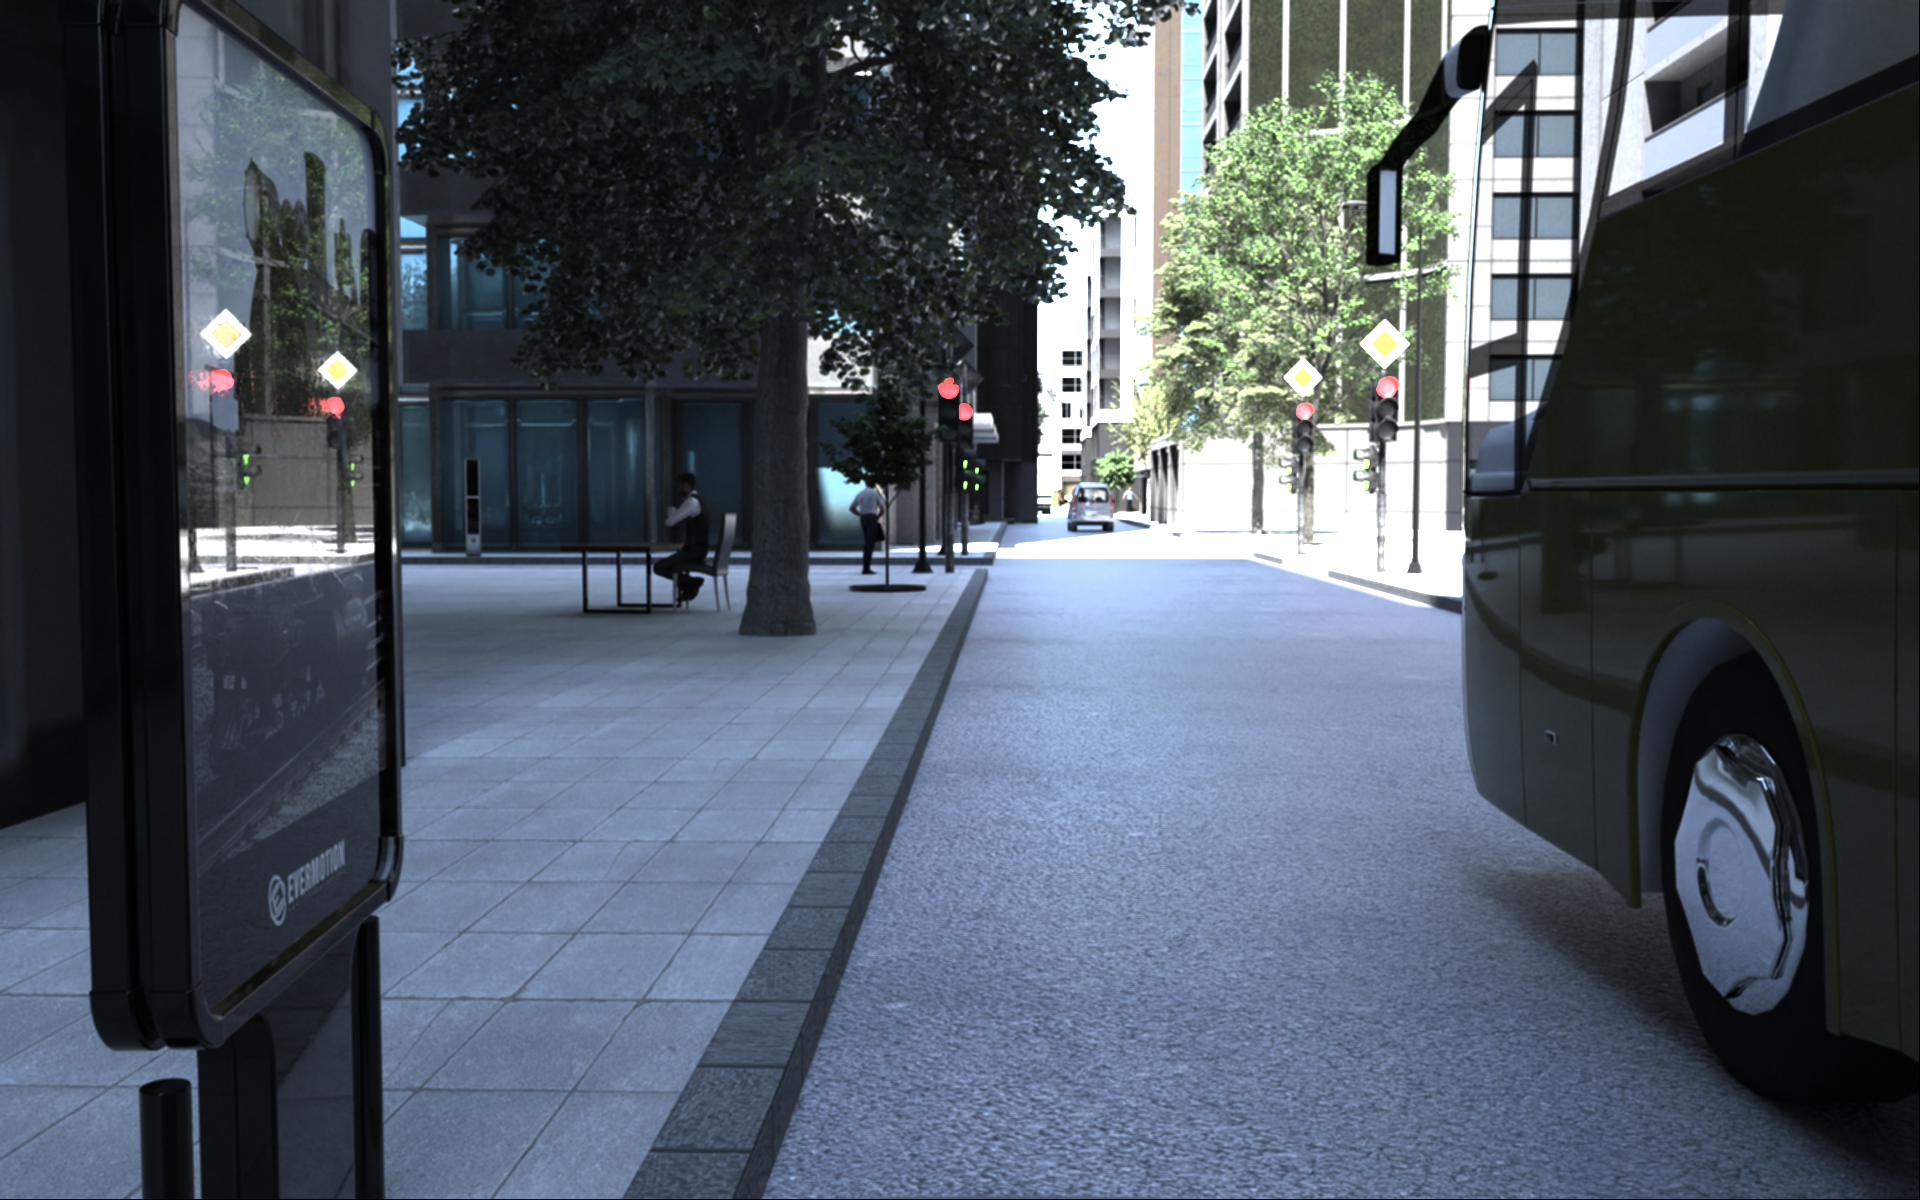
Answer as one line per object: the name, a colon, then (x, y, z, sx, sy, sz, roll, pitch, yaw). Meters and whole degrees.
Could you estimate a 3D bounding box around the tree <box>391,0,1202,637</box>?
tree: (-1.716, -6.664, 15.607, 9.857, 13.997, 8.962, 0, 3, 0)

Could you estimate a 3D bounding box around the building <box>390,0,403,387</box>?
building: (-15.345, -15.265, 21.283, 14.107, 30.474, 14.160, 0, 4, 2)

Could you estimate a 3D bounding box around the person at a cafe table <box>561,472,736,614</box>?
person at a cafe table: (-3.301, -0.646, 19.081, 1.622, 1.524, 1.698, 1, 4, 9)

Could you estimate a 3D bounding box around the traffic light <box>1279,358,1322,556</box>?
traffic light: (7.076, -2.878, 35.973, 0.839, 4.253, 0.868, 0, 4, 2)

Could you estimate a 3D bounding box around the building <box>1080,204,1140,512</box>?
building: (24.295, -17.986, 138.045, 27.936, 21.610, 32.646, 0, 4, 2)

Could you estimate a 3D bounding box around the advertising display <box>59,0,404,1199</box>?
advertising display: (-1.014, 0.163, 2.551, 0.123, 1.923, 0.974, 0, 4, -3)

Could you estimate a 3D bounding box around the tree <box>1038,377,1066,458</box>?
tree: (1.827, -10.251, 102.011, 8.767, 10.594, 7.601, 0, 4, -6)

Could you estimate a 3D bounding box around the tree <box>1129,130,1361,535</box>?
tree: (8.933, -8.293, 53.718, 7.486, 12.596, 7.792, 0, 3, 0)

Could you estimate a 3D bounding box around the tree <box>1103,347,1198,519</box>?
tree: (9.675, -8.523, 89.719, 4.737, 8.622, 4.395, 0, 3, 0)

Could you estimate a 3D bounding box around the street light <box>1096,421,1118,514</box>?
street light: (9.418, -8.462, 110.888, 1.470, 5.913, 1.316, 0, 4, 2)

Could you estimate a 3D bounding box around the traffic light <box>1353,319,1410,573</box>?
traffic light: (6.808, -2.390, 27.992, 0.839, 4.253, 0.868, 0, 4, 2)

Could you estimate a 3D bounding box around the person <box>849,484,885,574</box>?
person: (-1.497, -1.203, 27.921, 0.614, 1.554, 0.590, 2, 4, 28)

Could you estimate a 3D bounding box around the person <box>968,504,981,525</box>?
person: (0.546, -3.509, 71.333, 0.695, 0.859, 0.347, -3, 5, -41)

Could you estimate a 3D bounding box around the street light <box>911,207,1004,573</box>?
street light: (-0.071, -3.395, 28.047, 1.470, 5.913, 1.316, 0, 4, 2)

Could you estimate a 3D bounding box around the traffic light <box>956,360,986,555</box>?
traffic light: (0.118, -2.891, 36.190, 0.839, 4.253, 0.868, 0, 4, 2)

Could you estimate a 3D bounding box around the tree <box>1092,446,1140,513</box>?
tree: (10.606, -8.175, 117.372, 4.285, 4.588, 4.351, 0, 3, 0)

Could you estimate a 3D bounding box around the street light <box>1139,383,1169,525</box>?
street light: (8.172, -6.114, 72.512, 1.470, 5.913, 1.316, 0, 4, 2)

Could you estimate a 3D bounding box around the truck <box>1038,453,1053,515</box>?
truck: (5.341, -8.286, 124.397, 2.839, 4.237, 11.283, 0, 4, 2)

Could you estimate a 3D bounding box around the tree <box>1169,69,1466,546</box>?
tree: (8.804, -7.164, 42.892, 9.928, 11.665, 9.643, 0, 3, 0)

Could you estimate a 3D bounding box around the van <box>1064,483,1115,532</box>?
van: (5.070, -3.699, 67.498, 2.013, 2.044, 4.112, 0, 4, 1)

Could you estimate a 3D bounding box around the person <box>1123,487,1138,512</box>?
person: (11.939, -7.079, 121.774, 1.348, 1.826, 0.705, -2, 4, -34)

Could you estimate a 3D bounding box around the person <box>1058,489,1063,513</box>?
person: (7.699, -7.579, 132.375, 0.705, 1.831, 1.348, 0, 4, 7)

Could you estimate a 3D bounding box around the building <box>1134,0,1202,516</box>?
building: (17.773, -27.632, 101.898, 14.600, 45.320, 14.200, 0, 4, 2)

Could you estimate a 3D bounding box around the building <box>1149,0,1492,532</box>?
building: (18.577, -38.449, 66.885, 20.563, 71.187, 20.611, 0, 4, 2)

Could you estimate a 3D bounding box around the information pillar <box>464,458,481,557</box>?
information pillar: (-10.013, -1.902, 35.594, 0.304, 2.012, 0.304, -1, 4, -16)

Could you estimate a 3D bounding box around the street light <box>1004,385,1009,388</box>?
street light: (0.228, -3.886, 36.077, 1.470, 5.913, 1.316, 0, 4, 2)

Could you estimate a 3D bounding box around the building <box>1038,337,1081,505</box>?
building: (10.040, -20.621, 203.605, 31.486, 18.905, 16.747, 0, 4, 2)

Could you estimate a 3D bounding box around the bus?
bus: (3.044, -0.570, 0.860, 2.896, 3.916, 12.252, 0, 3, 0)

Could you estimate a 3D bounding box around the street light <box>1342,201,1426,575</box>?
street light: (6.752, -3.367, 27.596, 1.470, 5.913, 1.316, 0, 4, 2)

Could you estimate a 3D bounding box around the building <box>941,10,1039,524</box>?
building: (-3.246, -19.015, 82.590, 14.160, 30.474, 14.107, 0, 4, 2)

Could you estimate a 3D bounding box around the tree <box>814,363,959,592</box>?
tree: (-0.991, -1.748, 23.187, 1.663, 3.219, 1.824, 0, 3, 0)

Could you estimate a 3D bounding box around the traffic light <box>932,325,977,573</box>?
traffic light: (-0.150, -2.403, 28.209, 0.839, 4.253, 0.868, 0, 4, 2)

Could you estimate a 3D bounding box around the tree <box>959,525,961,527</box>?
tree: (-0.306, -4.505, 68.252, 1.663, 3.219, 1.824, 0, 3, 0)

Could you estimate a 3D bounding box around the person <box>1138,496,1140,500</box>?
person: (11.919, -6.549, 112.742, 0.705, 1.869, 1.348, 2, 4, 27)

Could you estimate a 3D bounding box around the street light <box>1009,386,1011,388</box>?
street light: (1.459, -6.200, 73.911, 1.470, 5.913, 1.316, 0, 4, 2)

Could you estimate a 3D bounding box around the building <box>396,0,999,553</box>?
building: (-10.844, -26.330, 50.097, 23.786, 49.044, 30.456, 0, 4, 2)
